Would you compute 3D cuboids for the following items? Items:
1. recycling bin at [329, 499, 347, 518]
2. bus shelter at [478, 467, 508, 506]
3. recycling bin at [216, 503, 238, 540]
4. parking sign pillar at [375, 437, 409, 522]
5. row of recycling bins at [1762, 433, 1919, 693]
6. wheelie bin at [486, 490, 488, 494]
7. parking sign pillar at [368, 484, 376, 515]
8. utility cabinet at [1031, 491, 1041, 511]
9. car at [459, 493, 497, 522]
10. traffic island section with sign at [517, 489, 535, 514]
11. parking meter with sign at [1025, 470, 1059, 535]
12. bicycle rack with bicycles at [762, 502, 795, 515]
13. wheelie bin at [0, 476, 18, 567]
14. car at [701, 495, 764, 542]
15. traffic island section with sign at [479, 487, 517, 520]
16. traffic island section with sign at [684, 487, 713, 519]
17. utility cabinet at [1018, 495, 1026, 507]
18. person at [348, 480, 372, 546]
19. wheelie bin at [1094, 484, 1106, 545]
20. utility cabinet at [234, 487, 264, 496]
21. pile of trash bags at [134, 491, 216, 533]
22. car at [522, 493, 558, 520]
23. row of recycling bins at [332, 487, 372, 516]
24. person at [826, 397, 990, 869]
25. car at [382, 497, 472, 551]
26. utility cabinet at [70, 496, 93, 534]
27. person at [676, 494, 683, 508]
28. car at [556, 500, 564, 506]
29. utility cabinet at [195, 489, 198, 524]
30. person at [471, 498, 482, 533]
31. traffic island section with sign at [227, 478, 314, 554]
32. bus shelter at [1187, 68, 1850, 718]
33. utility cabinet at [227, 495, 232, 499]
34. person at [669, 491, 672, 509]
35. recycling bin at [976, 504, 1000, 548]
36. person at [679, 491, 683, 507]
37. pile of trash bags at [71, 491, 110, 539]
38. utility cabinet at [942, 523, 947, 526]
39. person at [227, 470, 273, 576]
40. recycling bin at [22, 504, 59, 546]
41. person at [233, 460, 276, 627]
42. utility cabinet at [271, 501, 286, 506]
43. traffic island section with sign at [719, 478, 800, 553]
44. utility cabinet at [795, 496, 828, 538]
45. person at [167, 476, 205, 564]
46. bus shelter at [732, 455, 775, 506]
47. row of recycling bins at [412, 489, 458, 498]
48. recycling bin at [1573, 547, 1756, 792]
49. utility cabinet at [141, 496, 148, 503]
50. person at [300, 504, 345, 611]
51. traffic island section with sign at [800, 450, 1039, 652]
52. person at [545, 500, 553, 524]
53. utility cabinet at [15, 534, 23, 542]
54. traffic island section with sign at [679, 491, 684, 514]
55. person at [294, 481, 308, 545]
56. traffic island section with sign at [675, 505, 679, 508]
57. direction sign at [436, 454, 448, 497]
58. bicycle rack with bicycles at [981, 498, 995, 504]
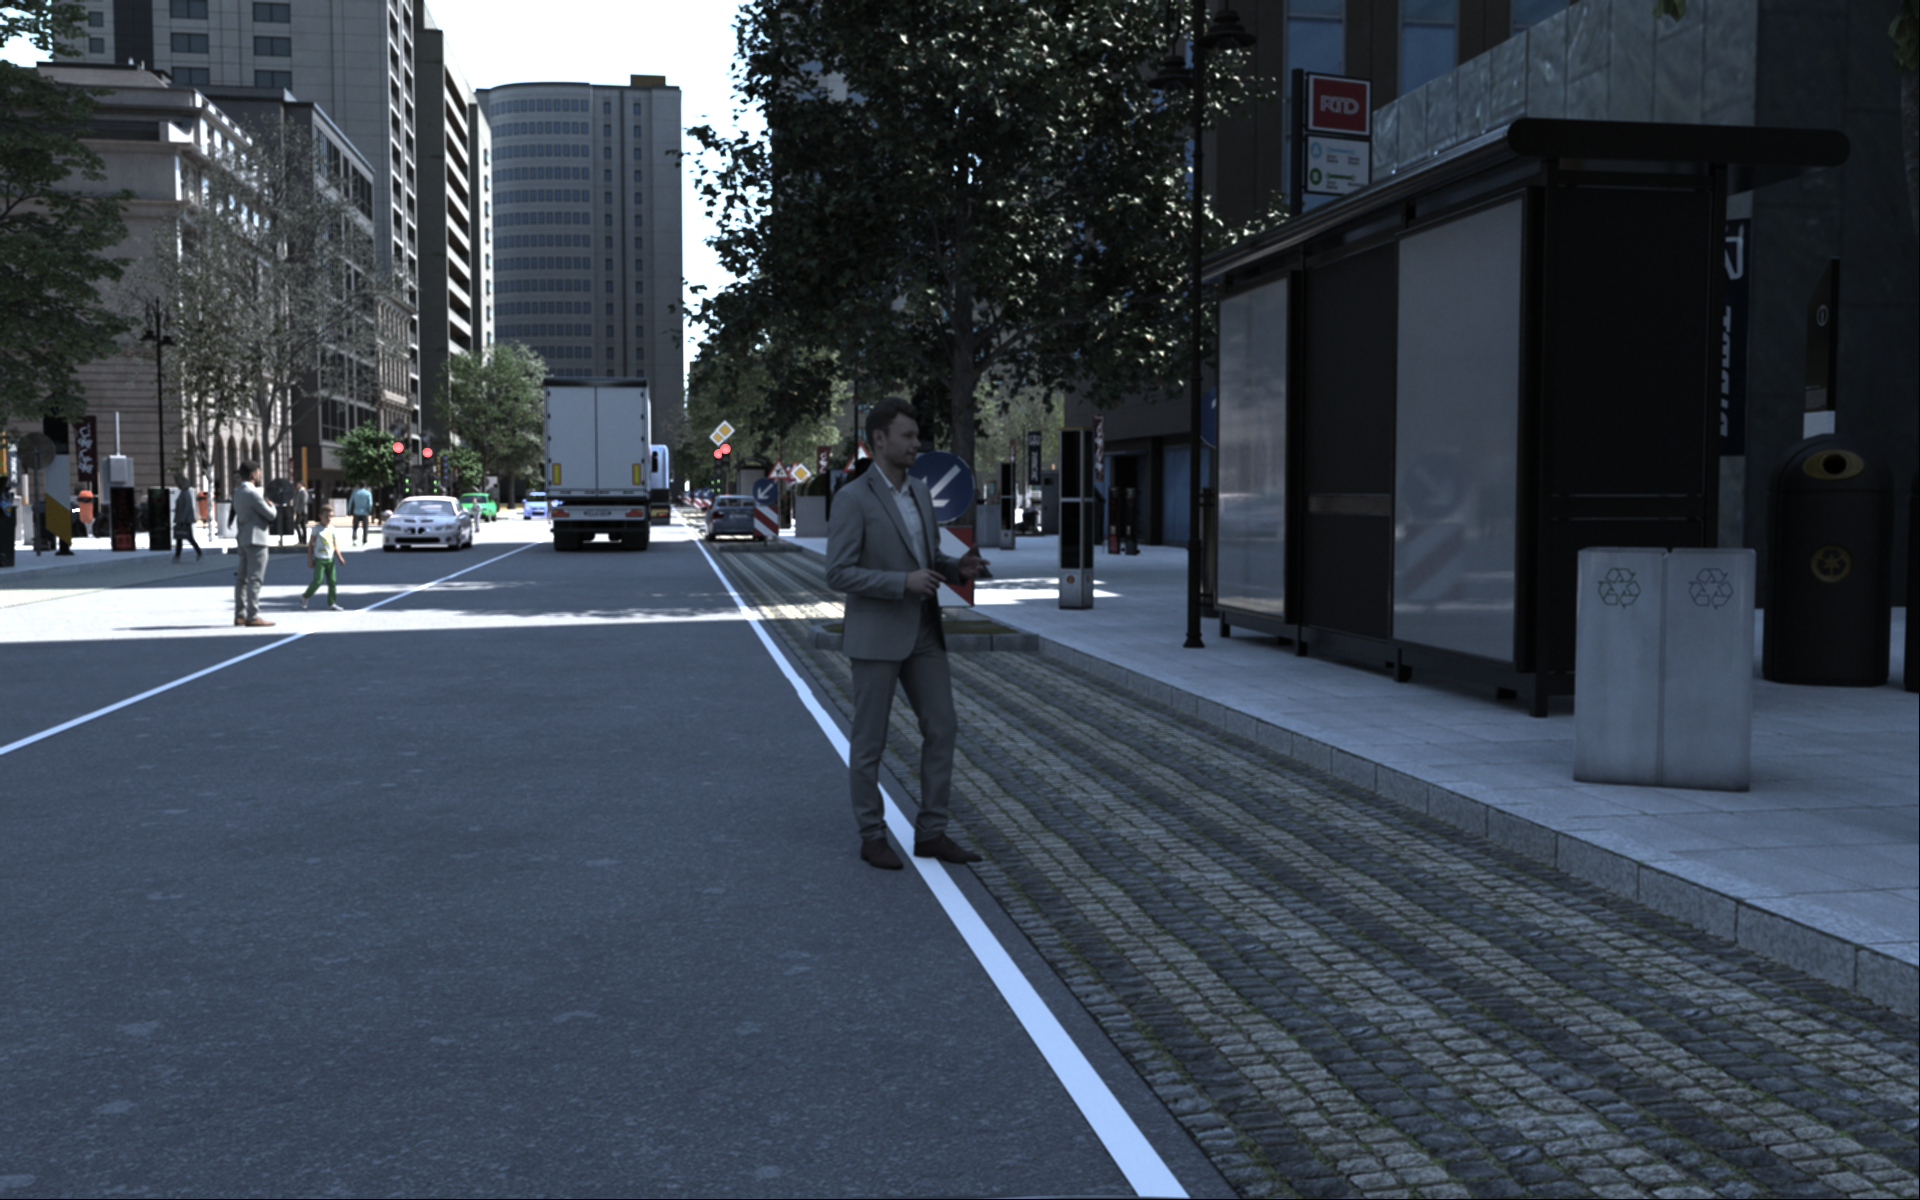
[{"bbox_3d":[-33.766,-4.980,93.977,0.722,1.027,0.722,-3,5,-39],"label":"recycling bin"},{"bbox_3d":[-36.004,-8.517,133.175,2.014,3.302,5.546,-1,4,-10],"label":"bus shelter"},{"bbox_3d":[-20.679,-2.246,49.273,0.722,1.027,0.722,-3,4,-38],"label":"recycling bin"},{"bbox_3d":[-26.611,-5.689,81.485,1.447,3.967,1.447,-1,4,-20],"label":"parking sign pillar"},{"bbox_3d":[6.763,-0.226,10.805,1.069,1.692,3.534,-2,4,-35],"label":"row of recycling bins"},{"bbox_3d":[-34.767,-7.362,128.281,0.980,1.594,0.693,0,4,7],"label":"wheelie bin"},{"bbox_3d":[-35.705,-7.129,105.035,1.447,3.967,1.447,-1,4,-12],"label":"parking sign pillar"},{"bbox_3d":[5.781,-7.557,132.235,0.318,1.500,1.173,-3,5,-42],"label":"utility cabinet"},{"bbox_3d":[-24.683,-4.858,88.217,1.959,1.807,4.718,-1,4,-8],"label":"car"},{"bbox_3d":[-30.342,-6.962,122.453,1.989,1.847,2.006,-1,4,-10],"label":"traffic island section with sign"},{"bbox_3d":[2.925,-3.580,54.789,1.738,3.016,0.543,1,4,16],"label":"parking meter with sign"},{"bbox_3d":[-8.340,-4.017,79.062,2.852,0.926,2.925,-1,4,-15],"label":"bicycle rack with bicycles"},{"bbox_3d":[-17.057,-1.379,30.450,0.980,1.594,0.693,0,4,2],"label":"wheelie bin"},{"bbox_3d":[-6.924,-2.521,53.226,2.014,1.417,4.499,-1,4,-10],"label":"car"},{"bbox_3d":[-25.782,-5.337,95.885,1.989,1.847,2.006,-1,4,-10],"label":"traffic island section with sign"},{"bbox_3d":[-14.583,-5.529,99.019,1.989,1.847,2.006,-1,4,-10],"label":"traffic island section with sign"},{"bbox_3d":[5.519,-8.502,150.175,1.020,1.237,0.306,0,4,6],"label":"utility cabinet"},{"bbox_3d":[-16.584,-2.406,47.855,0.660,1.820,0.620,-1,4,-12],"label":"person"},{"bbox_3d":[3.324,-2.193,43.771,0.693,1.594,0.980,1,4,9],"label":"wheelie bin"},{"bbox_3d":[-23.456,-2.966,57.176,0.318,1.500,1.173,1,4,13],"label":"utility cabinet"},{"bbox_3d":[-26.847,-2.968,58.274,3.447,1.369,1.912,-3,5,-39],"label":"pile of trash bags"},{"bbox_3d":[-23.551,-5.358,97.198,1.945,1.707,3.694,-1,4,-10],"label":"car"},{"bbox_3d":[-35.859,-5.819,102.255,3.534,1.692,1.069,3,4,37],"label":"row of recycling bins"},{"bbox_3d":[-0.188,0.126,6.632,0.583,1.804,0.606,2,4,35],"label":"person"},{"bbox_3d":[-13.748,-1.987,44.857,2.083,1.381,4.827,-1,4,-10],"label":"car"},{"bbox_3d":[-28.230,-2.695,55.226,1.020,1.237,0.306,-3,5,-43],"label":"utility cabinet"},{"bbox_3d":[-28.534,-10.058,176.139,0.628,1.438,0.799,2,4,30],"label":"person"},{"bbox_3d":[-24.406,-5.942,106.743,1.945,1.707,3.694,-1,4,-11],"label":"car"},{"bbox_3d":[-33.265,-3.998,74.044,1.173,1.500,0.318,-2,4,-33],"label":"utility cabinet"},{"bbox_3d":[-17.970,-3.155,64.360,0.425,1.301,0.394,0,4,-2],"label":"person"},{"bbox_3d":[-16.551,-2.046,42.088,1.989,1.847,2.006,-1,4,-10],"label":"traffic island section with sign"},{"bbox_3d":[3.360,-2.231,14.107,2.179,5.291,8.768,-1,4,-10],"label":"bus shelter"},{"bbox_3d":[-34.261,-4.347,82.228,0.306,1.237,1.020,2,4,27],"label":"utility cabinet"},{"bbox_3d":[-28.579,-9.861,170.518,0.721,1.735,1.217,-1,4,-22],"label":"person"},{"bbox_3d":[0.690,-1.798,41.944,0.722,1.027,0.722,-2,4,-34],"label":"recycling bin"},{"bbox_3d":[-28.713,-10.339,178.093,0.434,1.755,0.990,0,4,5],"label":"person"},{"bbox_3d":[-25.697,-2.533,51.161,1.912,1.369,3.447,-2,4,-24],"label":"pile of trash bags"},{"bbox_3d":[-0.371,-2.013,41.590,0.318,1.500,1.173,3,5,43],"label":"utility cabinet"},{"bbox_3d":[-12.325,-1.317,29.812,0.659,1.850,0.755,1,4,19],"label":"person"},{"bbox_3d":[-22.824,-1.873,43.175,0.722,1.027,0.722,0,4,2],"label":"recycling bin"},{"bbox_3d":[-7.657,-0.623,18.871,0.511,1.800,0.466,2,4,29],"label":"person"},{"bbox_3d":[-23.749,-2.965,59.633,1.020,1.237,0.306,0,3,0],"label":"utility cabinet"},{"bbox_3d":[-4.986,-2.106,43.067,1.989,1.847,2.006,-1,4,-10],"label":"traffic island section with sign"},{"bbox_3d":[-4.370,-2.453,51.265,1.020,1.237,0.306,0,4,-4],"label":"utility cabinet"},{"bbox_3d":[-15.869,-1.640,35.496,0.728,1.800,0.709,-2,4,-32],"label":"person"},{"bbox_3d":[-10.769,-5.964,91.438,2.014,3.302,5.546,-1,4,-10],"label":"bus shelter"},{"bbox_3d":[-38.936,-7.447,128.864,3.534,1.692,1.069,-2,4,-27],"label":"row of recycling bins"},{"bbox_3d":[3.202,0.287,7.869,0.722,1.027,0.722,2,4,24],"label":"recycling bin"},{"bbox_3d":[-34.753,-3.862,74.301,1.020,1.237,0.306,3,4,39],"label":"utility cabinet"},{"bbox_3d":[-7.843,-0.521,21.271,0.590,1.304,0.306,1,4,19],"label":"person"},{"bbox_3d":[-0.420,-0.479,16.463,1.989,1.847,2.006,-1,4,-10],"label":"traffic island section with sign"},{"bbox_3d":[-19.502,-4.510,82.573,0.599,1.781,0.374,3,5,39],"label":"person"},{"bbox_3d":[-25.807,-2.166,46.569,1.020,1.237,0.306,-2,4,-29],"label":"utility cabinet"},{"bbox_3d":[-19.150,-7.157,125.643,1.989,1.847,2.006,-1,4,-10],"label":"traffic island section with sign"},{"bbox_3d":[-18.399,-2.423,48.295,0.473,1.802,0.592,0,4,-5],"label":"person"},{"bbox_3d":[-27.433,-10.115,174.004,1.989,1.847,2.006,-1,4,-10],"label":"traffic island section with sign"},{"bbox_3d":[-29.569,-6.537,98.885,0.379,3.537,0.876,2,4,29],"label":"direction sign"},{"bbox_3d":[3.139,-8.375,150.312,2.852,0.926,2.925,0,4,-7],"label":"bicycle rack with bicycles"}]
